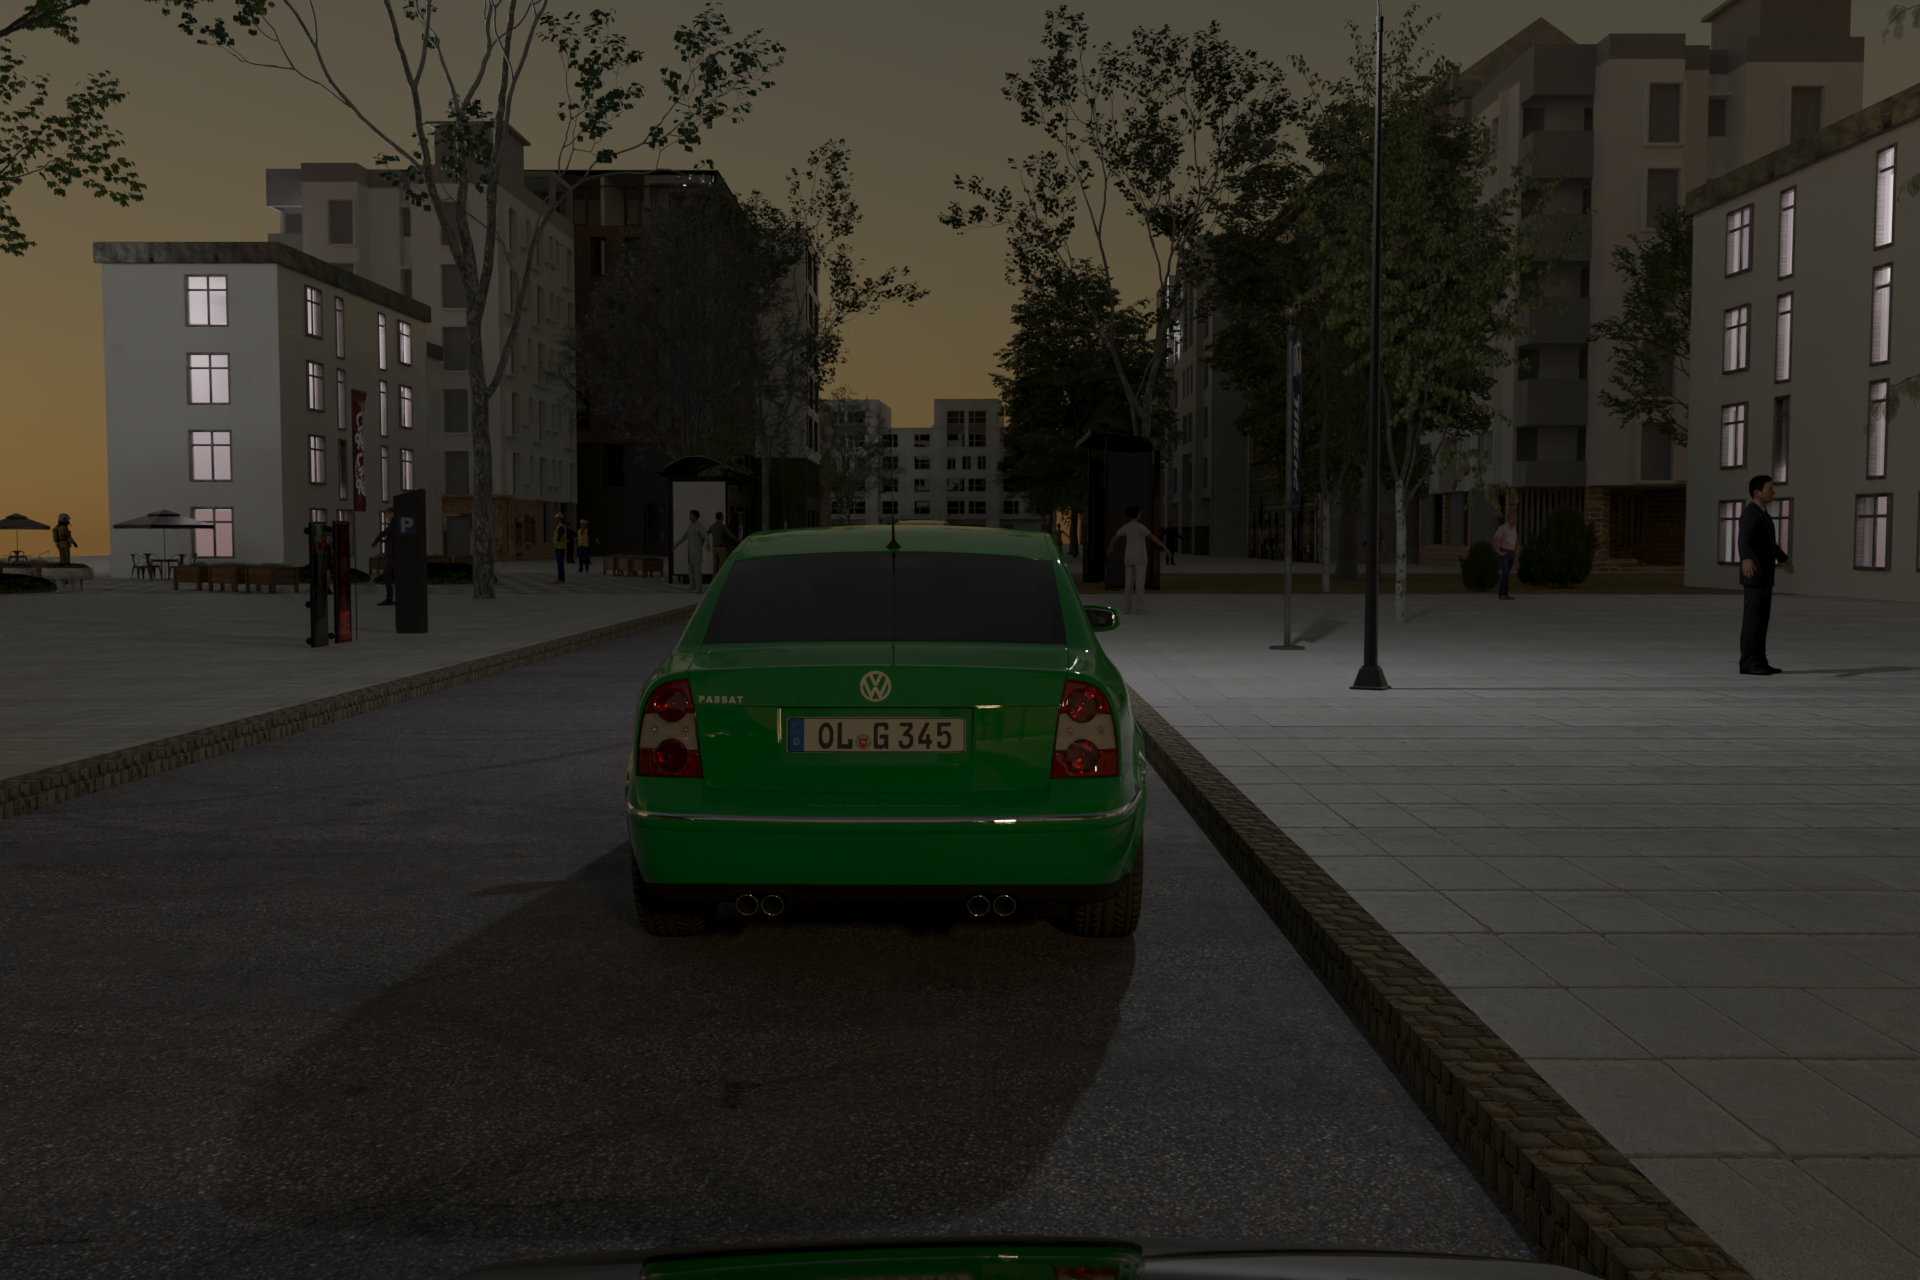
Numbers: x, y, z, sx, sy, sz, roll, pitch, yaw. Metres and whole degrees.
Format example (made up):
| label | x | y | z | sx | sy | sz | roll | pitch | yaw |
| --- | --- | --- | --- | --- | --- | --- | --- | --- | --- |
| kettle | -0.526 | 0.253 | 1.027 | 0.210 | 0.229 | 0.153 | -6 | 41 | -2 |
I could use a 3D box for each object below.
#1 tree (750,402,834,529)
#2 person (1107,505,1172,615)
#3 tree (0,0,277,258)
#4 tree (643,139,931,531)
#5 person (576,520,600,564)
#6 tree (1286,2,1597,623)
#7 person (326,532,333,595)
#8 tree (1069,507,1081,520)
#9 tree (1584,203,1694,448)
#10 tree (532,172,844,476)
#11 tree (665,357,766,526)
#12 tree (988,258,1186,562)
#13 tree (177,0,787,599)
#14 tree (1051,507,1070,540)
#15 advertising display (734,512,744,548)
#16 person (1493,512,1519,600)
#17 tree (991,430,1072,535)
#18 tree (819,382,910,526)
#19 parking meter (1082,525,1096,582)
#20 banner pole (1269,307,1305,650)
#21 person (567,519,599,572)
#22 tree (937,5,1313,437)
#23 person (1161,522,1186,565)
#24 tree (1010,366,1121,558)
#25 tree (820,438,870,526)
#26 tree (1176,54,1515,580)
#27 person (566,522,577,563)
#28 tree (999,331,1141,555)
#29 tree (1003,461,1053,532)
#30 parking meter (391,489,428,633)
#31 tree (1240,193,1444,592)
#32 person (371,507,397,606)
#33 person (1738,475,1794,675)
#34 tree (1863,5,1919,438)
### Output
| label | x | y | z | sx | sy | sz | roll | pitch | yaw |
| --- | --- | --- | --- | --- | --- | --- | --- | --- | --- |
| tree | -9.723 | -8.802 | 94.276 | 4.360 | 8.622 | 3.978 | 0 | 3 | 0 |
| person | 2.851 | -1.282 | 27.736 | 1.217 | 1.739 | 0.721 | 3 | 5 | 40 |
| tree | -9.254 | -5.392 | 13.920 | 9.928 | 11.665 | 9.643 | 0 | 3 | 0 |
| tree | -8.185 | -13.866 | 82.593 | 12.611 | 20.169 | 13.585 | 0 | 3 | 0 |
| person | -15.846 | -4.146 | 73.564 | 0.705 | 1.856 | 1.354 | 2 | 4 | 33 |
| tree | 6.425 | -4.539 | 24.570 | 4.737 | 8.622 | 4.395 | 0 | 3 | 0 |
| person | -13.360 | -1.674 | 36.652 | 0.421 | 1.427 | 0.697 | 1 | 4 | 13 |
| tree | 16.646 | -17.146 | 230.699 | 4.737 | 8.622 | 4.395 | 0 | 3 | 0 |
| tree | 22.320 | -7.617 | 50.300 | 9.928 | 11.665 | 9.643 | 0 | 3 | 0 |
| tree | -8.965 | -9.042 | 58.202 | 12.009 | 13.543 | 11.850 | 0 | 3 | 0 |
| tree | -9.796 | -7.336 | 70.307 | 4.737 | 8.622 | 4.395 | 0 | 3 | 0 |
| tree | 6.041 | -10.601 | 79.987 | 9.857 | 13.997 | 8.962 | 0 | 3 | 0 |
| tree | -9.460 | -10.797 | 32.423 | 12.611 | 20.169 | 13.585 | 0 | 3 | 0 |
| tree | 7.160 | -10.912 | 128.774 | 4.737 | 8.622 | 4.395 | 0 | 3 | 0 |
| advertising display | -6.467 | -2.782 | 50.700 | 0.123 | 1.923 | 0.974 | 0 | 4 | 2 |
| person | 10.759 | -1.647 | 33.916 | 0.756 | 1.711 | 0.436 | -2 | 4 | -29 |
| tree | 6.221 | -11.429 | 121.270 | 8.767 | 10.594 | 7.601 | 1 | 4 | 9 |
| tree | -9.172 | -14.118 | 141.197 | 12.009 | 13.543 | 11.850 | 0 | 3 | 0 |
| parking meter | 3.447 | -2.303 | 46.065 | 0.372 | 1.533 | 0.369 | 0 | 3 | 0 |
| banner pole | 3.647 | -1.771 | 18.967 | 0.401 | 3.779 | 0.863 | 0 | 3 | 0 |
| person | -12.630 | -3.149 | 57.951 | 1.216 | 1.772 | 0.721 | 1 | 4 | 11 |
| tree | 5.837 | -12.649 | 62.699 | 12.611 | 20.169 | 13.585 | 0 | 3 | 0 |
| person | 8.774 | -4.032 | 72.151 | 1.346 | 1.802 | 0.704 | -2 | 4 | -24 |
| tree | 5.915 | -9.687 | 92.799 | 7.601 | 10.594 | 8.767 | -3 | 5 | -41 |
| tree | -9.040 | -11.172 | 133.031 | 4.737 | 8.622 | 4.395 | 0 | 3 | 0 |
| tree | 10.804 | -8.648 | 48.049 | 9.857 | 13.997 | 8.962 | 0 | 3 | 0 |
| person | -17.121 | -4.281 | 76.174 | 0.705 | 1.806 | 1.347 | 2 | 4 | 30 |
| tree | 7.021 | -12.159 | 105.459 | 9.857 | 13.997 | 8.962 | 0 | 3 | 0 |
| tree | 6.588 | -12.550 | 139.597 | 7.601 | 10.594 | 8.767 | -3 | 5 | -40 |
| parking meter | -7.125 | -1.021 | 22.413 | 0.399 | 1.863 | 0.255 | 0 | 3 | 0 |
| tree | 7.917 | -5.380 | 38.322 | 4.360 | 8.622 | 3.978 | 0 | 3 | 0 |
| person | -10.329 | -1.514 | 31.244 | 0.568 | 1.767 | 0.683 | 0 | 4 | 1 |
| person | 7.334 | -0.600 | 15.853 | 0.704 | 1.823 | 1.345 | 3 | 5 | 40 |
| tree | 5.427 | -3.443 | 6.662 | 4.360 | 8.622 | 3.978 | 0 | 3 | 0 |
